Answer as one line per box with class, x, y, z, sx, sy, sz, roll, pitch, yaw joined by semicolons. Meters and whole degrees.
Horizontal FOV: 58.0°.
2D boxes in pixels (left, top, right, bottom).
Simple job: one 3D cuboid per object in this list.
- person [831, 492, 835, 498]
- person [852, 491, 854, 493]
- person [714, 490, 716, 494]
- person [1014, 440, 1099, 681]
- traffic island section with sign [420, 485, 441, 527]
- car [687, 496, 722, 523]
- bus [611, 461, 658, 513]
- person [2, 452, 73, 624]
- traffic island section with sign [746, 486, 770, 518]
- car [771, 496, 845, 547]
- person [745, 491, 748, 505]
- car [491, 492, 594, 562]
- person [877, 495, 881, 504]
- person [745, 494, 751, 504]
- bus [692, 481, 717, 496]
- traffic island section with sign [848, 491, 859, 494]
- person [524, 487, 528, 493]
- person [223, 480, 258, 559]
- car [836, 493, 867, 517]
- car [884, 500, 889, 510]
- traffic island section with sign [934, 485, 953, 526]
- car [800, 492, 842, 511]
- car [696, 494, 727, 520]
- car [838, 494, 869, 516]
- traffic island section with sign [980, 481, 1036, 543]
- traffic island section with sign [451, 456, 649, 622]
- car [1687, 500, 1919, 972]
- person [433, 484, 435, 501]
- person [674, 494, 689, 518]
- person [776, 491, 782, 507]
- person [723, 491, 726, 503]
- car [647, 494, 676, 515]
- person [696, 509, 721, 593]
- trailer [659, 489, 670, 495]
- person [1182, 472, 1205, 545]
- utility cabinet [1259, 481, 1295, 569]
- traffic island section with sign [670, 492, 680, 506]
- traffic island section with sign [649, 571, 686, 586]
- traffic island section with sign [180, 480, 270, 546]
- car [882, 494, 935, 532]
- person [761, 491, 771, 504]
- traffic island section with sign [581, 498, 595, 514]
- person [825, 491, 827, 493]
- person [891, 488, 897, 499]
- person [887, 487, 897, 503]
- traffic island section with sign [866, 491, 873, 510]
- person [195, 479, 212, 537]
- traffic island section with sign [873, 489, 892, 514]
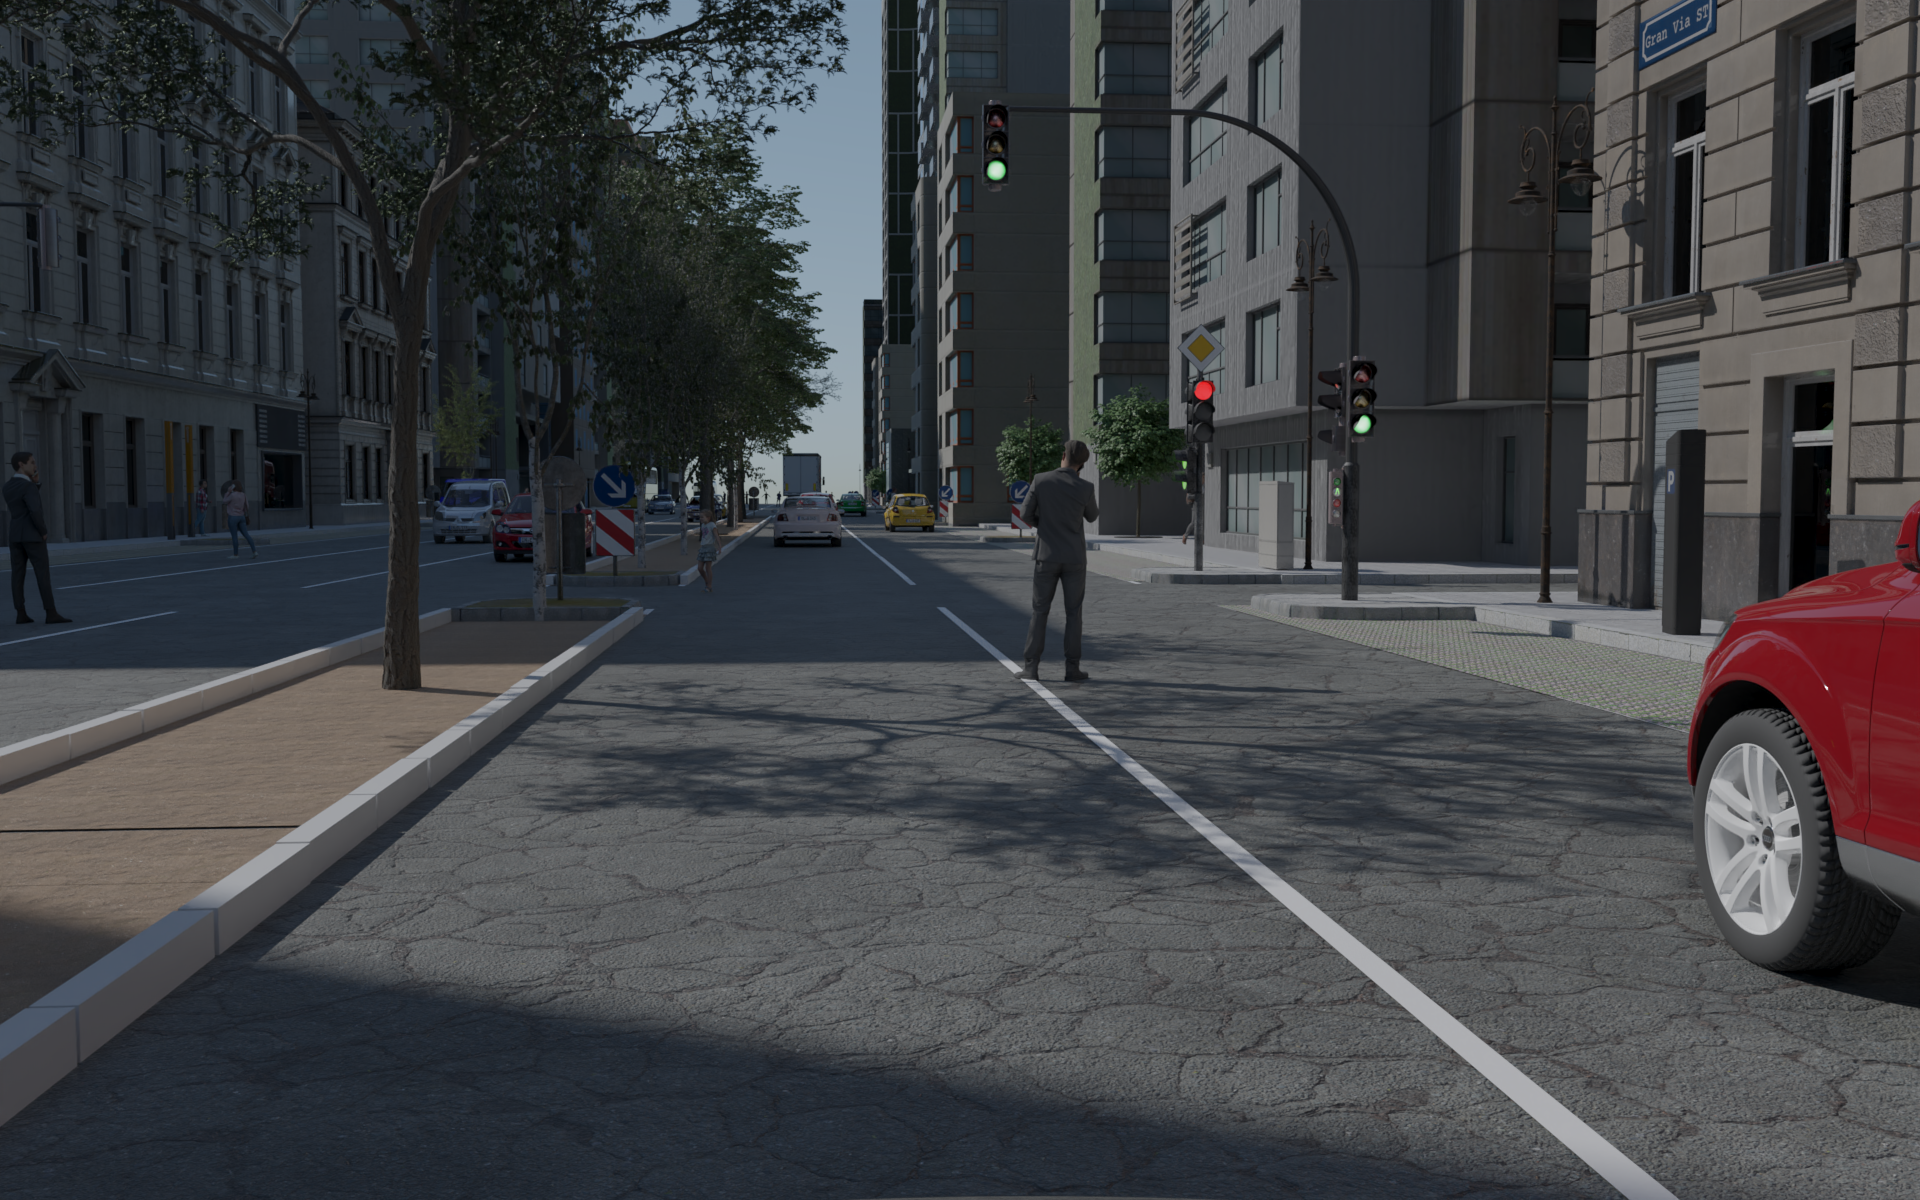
person;-18.568;-14.873;252.192;0.721;1.766;1.217;2;4;27
person;-11.012;-10.207;175.915;0.750;1.759;0.617;3;5;40
person;-19.241;-7.754;136.001;1.217;1.736;0.721;3;4;38
person;0.747;-0.312;13.407;0.655;1.846;0.447;0;4;3
traffic island section with sign;-23.074;-4.102;75.694;1.989;1.847;2.006;0;4;-5
car;-13.093;-4.623;88.168;1.945;1.354;3.894;0;4;-3
bus;-25.041;-8.664;133.208;2.896;3.916;12.252;0;4;-5
person;-10.293;-0.695;19.233;0.648;1.900;0.474;1;4;22
traffic island section with sign;-12.222;-5.774;102.545;2.006;1.907;1.989;0;4;-5
car;-4.256;-2.204;48.389;2.083;1.381;4.827;0;4;-5
person;-28.865;-13.808;234.216;0.705;1.831;1.348;-1;4;-18
car;-9.125;-1.776;38.079;2.155;1.783;4.494;0;4;-6
person;-9.540;-11.920;201.597;0.621;1.740;0.551;1;4;14
person;-30.531;-14.638;247.918;1.350;1.814;0.705;1;4;10
bus;-34.106;-14.503;231.978;2.948;3.499;13.247;0;4;-5
traffic island section with sign;-15.186;-13.999;237.510;1.989;1.847;2.006;0;4;-5
person;-24.957;-5.570;99.591;0.620;1.820;0.660;2;4;29
person;-15.898;-1.787;38.310;0.643;1.750;0.593;1;4;21
car;-6.944;-6.242;110.858;1.959;1.807;4.718;0;4;-5
car;-4.142;-6.575;117.719;2.015;1.641;3.980;0;4;-6
traffic island section with sign;-0.807;-4.275;78.521;1.989;1.847;2.006;0;4;-5
car;-5.898;-3.787;70.958;2.155;1.783;4.494;0;4;-5
car;-13.945;-5.316;97.133;2.015;1.641;3.980;0;4;-6
car;-7.094;-6.439;115.495;2.015;1.641;3.980;0;4;-4
traffic island section with sign;1.626;-2.633;51.675;1.989;1.847;2.006;0;4;-5
traffic island section with sign;-4.793;-0.746;20.333;2.006;1.907;1.989;0;4;-5
car;3.485;0.307;3.652;2.281;1.827;5.304;0;4;-3
person;-29.224;-5.503;95.921;0.656;1.842;0.836;-3;5;-43
person;-16.771;-5.877;104.683;1.348;1.812;0.705;3;5;44
person;-20.414;-11.386;195.109;0.683;1.767;0.568;0;4;7
person;-28.832;-12.401;211.702;0.568;1.767;0.683;-3;5;-44
car;-21.105;-6.765;122.611;2.014;1.417;4.499;0;4;-6
person;-3.616;-0.719;25.267;0.505;1.210;0.382;3;5;42
trailer;-33.870;-11.691;198.195;1.471;1.999;3.904;0;4;-5
person;6.061;-2.319;43.918;0.622;1.834;0.822;-2;4;-35
utility cabinet;5.413;-1.279;29.588;0.318;1.500;1.173;0;4;-5
traffic island section with sign;-35.050;-12.213;208.313;1.989;1.847;2.006;0;4;-5
traffic island section with sign;-5.450;-1.197;27.711;2.006;1.907;1.989;0;4;-5
traffic island section with sign;-20.644;-2.460;48.848;1.989;1.847;2.006;0;4;-5
car;-1.966;-3.441;66.486;2.015;1.641;3.980;0;4;-7
person;-27.909;-14.729;249.334;1.348;1.821;0.705;-1;4;-20
traffic island section with sign;-27.606;-7.173;125.903;1.989;1.847;2.006;0;4;-5
person;-14.954;-11.335;193.837;1.348;1.823;0.705;2;4;26
person;-3.260;-4.855;88.446;0.524;1.755;0.480;-3;4;-39
person;-3.593;-5.284;94.879;0.794;1.824;0.713;-1;4;-15
traffic island section with sign;-7.679;-8.925;154.545;1.989;1.847;2.006;0;4;-5
person;-22.905;-2.773;52.224;0.643;1.720;0.563;-1;4;-17
traffic island section with sign;-5.171;-7.225;126.749;1.989;1.847;2.006;0;4;-5
